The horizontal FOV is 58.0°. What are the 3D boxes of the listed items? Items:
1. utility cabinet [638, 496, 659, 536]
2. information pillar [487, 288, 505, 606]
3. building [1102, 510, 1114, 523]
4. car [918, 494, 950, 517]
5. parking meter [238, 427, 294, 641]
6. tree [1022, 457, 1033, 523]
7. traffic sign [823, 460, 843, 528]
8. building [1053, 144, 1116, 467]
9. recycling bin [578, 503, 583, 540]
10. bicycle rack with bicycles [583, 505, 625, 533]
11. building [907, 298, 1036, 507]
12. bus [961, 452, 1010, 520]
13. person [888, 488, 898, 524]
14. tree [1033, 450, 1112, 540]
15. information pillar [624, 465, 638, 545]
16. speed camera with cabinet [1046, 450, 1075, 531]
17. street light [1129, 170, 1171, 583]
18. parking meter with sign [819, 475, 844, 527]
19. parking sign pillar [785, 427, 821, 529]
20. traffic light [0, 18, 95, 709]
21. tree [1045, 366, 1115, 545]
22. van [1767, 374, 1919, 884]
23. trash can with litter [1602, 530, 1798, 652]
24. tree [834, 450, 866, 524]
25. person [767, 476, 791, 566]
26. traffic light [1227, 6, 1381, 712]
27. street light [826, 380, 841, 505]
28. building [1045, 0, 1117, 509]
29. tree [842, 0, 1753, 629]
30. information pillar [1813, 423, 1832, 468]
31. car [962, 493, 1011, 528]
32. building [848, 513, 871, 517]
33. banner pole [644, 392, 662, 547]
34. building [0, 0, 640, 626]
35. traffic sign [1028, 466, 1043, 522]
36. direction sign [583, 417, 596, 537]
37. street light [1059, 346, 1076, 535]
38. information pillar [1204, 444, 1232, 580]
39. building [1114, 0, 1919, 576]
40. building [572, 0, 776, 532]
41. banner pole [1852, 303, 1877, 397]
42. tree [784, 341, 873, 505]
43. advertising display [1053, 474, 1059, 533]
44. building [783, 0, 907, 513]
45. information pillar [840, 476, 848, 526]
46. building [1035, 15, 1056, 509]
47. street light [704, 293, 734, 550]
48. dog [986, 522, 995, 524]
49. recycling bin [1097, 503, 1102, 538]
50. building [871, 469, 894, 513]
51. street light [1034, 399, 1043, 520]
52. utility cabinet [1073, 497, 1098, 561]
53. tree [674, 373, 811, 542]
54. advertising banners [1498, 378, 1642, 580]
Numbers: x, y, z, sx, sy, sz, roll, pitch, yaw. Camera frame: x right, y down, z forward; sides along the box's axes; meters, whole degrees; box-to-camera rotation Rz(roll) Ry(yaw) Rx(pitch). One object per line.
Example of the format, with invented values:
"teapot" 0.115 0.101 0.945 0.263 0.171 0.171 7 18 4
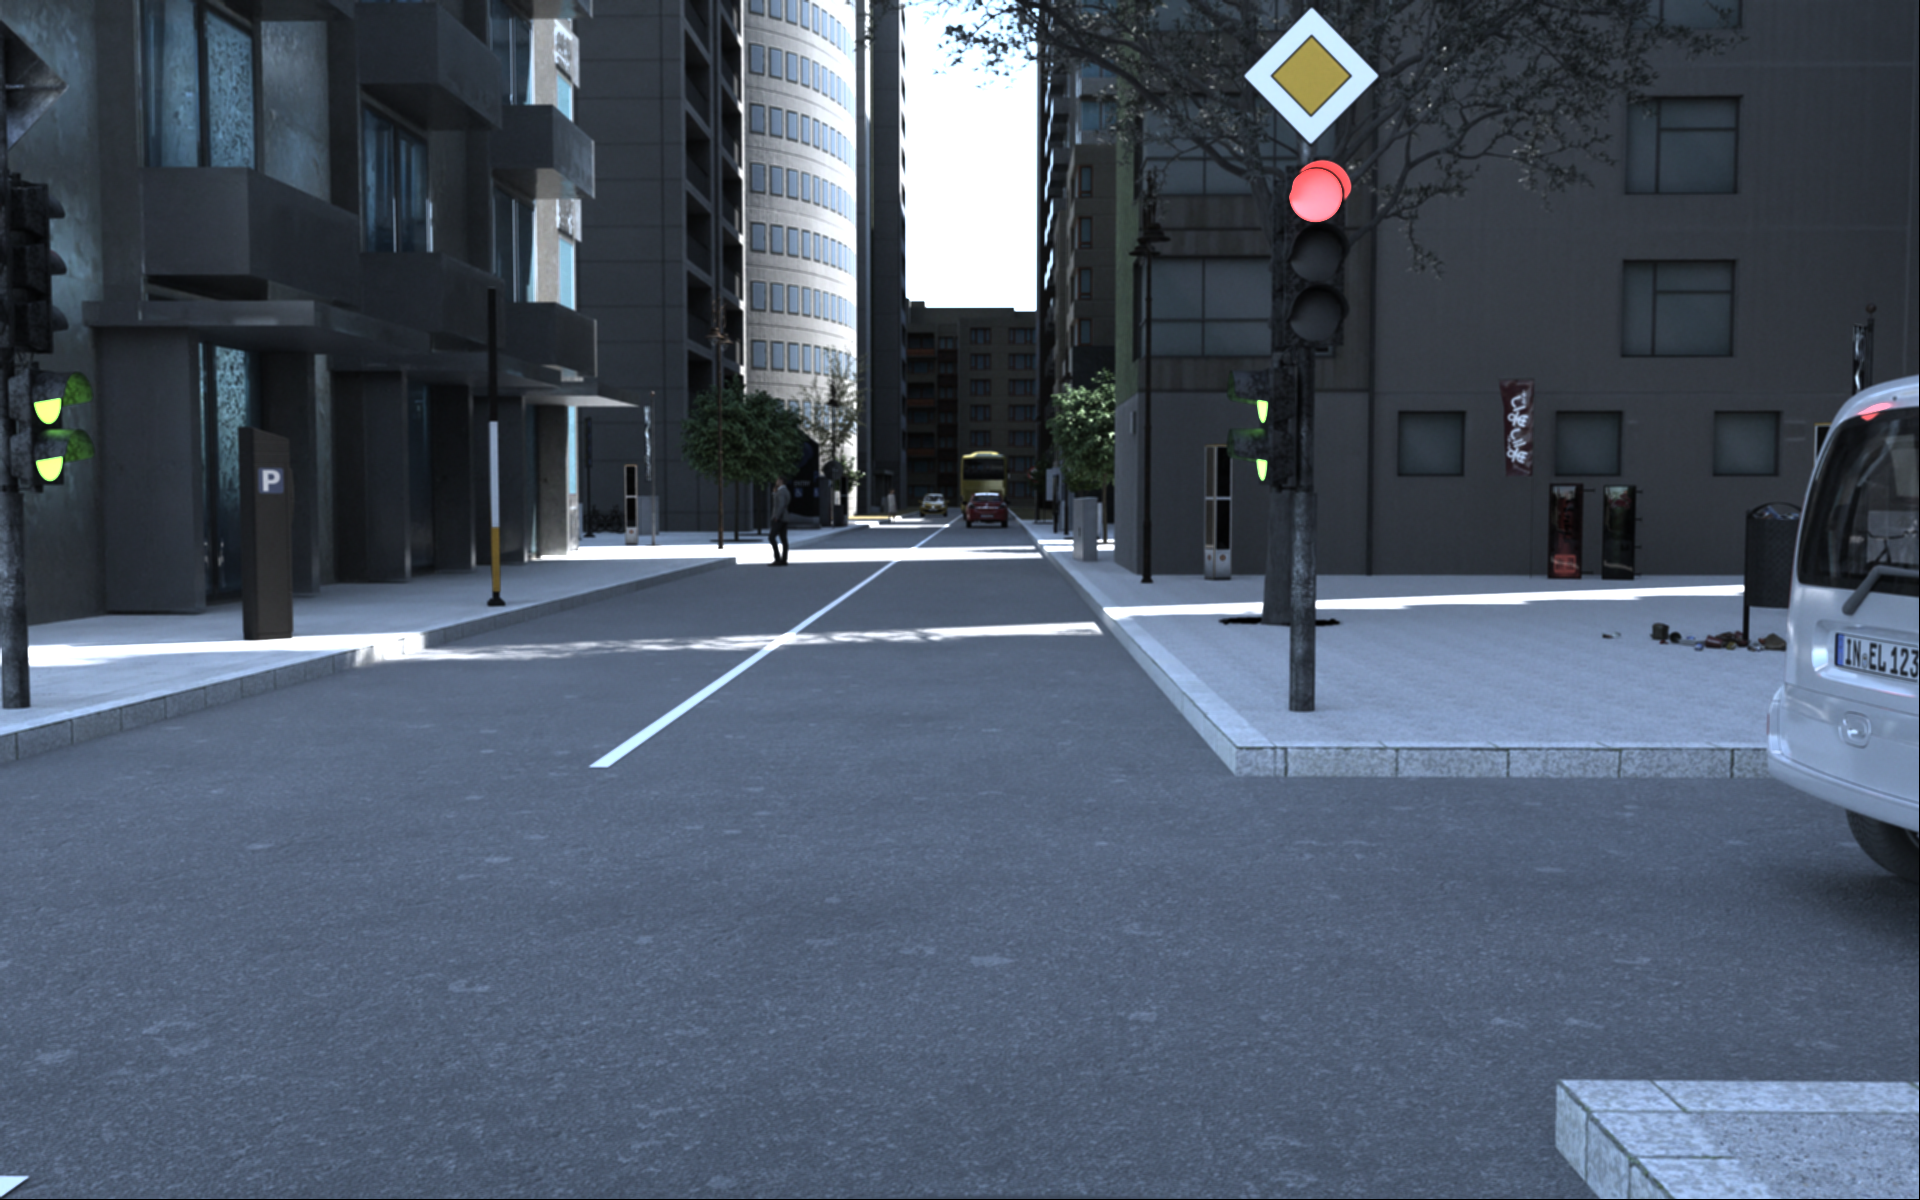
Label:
"utility cabinet" -9.778 -2.616 53.932 0.306 1.237 1.020 2 4 24
"information pillar" -5.375 -1.749 19.948 0.183 3.616 0.504 -1 4 -17
"building" 15.939 -46.183 67.765 22.319 86.520 31.000 0 4 1
"car" -1.666 -6.123 110.327 2.015 1.641 3.980 0 4 1
"parking meter" -6.107 -0.585 15.273 0.255 1.863 0.399 3 5 45
"tree" 3.524 -4.919 75.025 1.663 3.219 1.824 0 3 0
"traffic sign" -4.746 -3.960 64.852 0.768 2.556 0.104 0 4 7
"building" 19.731 -15.595 100.017 27.650 21.520 28.899 0 4 1
"recycling bin" -10.884 -2.179 48.179 0.722 1.027 0.722 -1 4 -8
"bicycle rack with bicycles" -11.699 -2.667 56.988 2.925 0.926 2.852 0 4 -6
"building" -5.439 -20.720 183.812 28.899 21.520 27.650 0 4 1
"bus" 1.457 -6.625 99.870 2.896 3.916 12.252 0 4 2
"person" -3.211 -4.452 82.040 0.466 1.731 0.760 0 4 7
"tree" 3.355 -3.321 48.904 1.663 3.219 1.824 0 3 0
"information pillar" -8.253 -2.386 43.501 0.304 2.012 0.304 0 4 -8
"speed camera with cabinet" 3.514 -4.056 60.647 0.660 3.252 2.038 1 4 17
"street light" 2.705 -3.186 24.880 0.468 5.910 1.993 0 4 1
"parking meter with sign" -5.379 -4.362 67.585 1.738 3.016 0.543 1 4 17
"parking sign pillar" -5.805 -4.578 63.317 1.447 3.967 1.447 2 4 27
"traffic light" -5.651 -1.307 10.283 0.839 4.253 0.868 0 4 1
"tree" 3.798 -3.720 44.535 4.285 4.588 4.351 0 3 0
"van" 4.950 0.085 5.629 4.112 2.044 2.013 0 4 1
"trash can with litter" 6.622 -0.225 14.743 1.678 1.210 2.233 -3 4 -37
"tree" -5.098 -4.934 75.273 1.663 3.219 1.824 0 3 0
"person" -3.620 -1.587 34.630 0.473 1.802 0.592 1 4 23
"traffic light" 2.009 -1.299 10.156 0.839 4.253 0.868 0 4 1
"street light" -5.071 -5.908 69.377 0.468 5.910 1.993 0 4 1
"building" 17.746 -31.191 129.582 23.786 49.044 30.456 0 4 1
"tree" 3.215 -6.494 16.551 12.009 13.543 11.850 0 3 0
"information pillar" 9.035 -0.821 17.918 0.304 2.012 0.304 -2 4 -34
"car" 1.151 -4.039 75.081 2.155 1.783 4.494 0 4 0
"building" -16.621 -34.069 99.028 21.231 58.520 28.212 0 4 1
"banner pole" -7.619 -3.214 42.566 0.401 3.779 0.863 -2 4 -27
"building" -18.418 -24.798 25.054 23.786 49.044 30.456 0 4 1
"traffic sign" 3.399 -4.724 77.341 0.768 2.556 0.104 0 4 4
"direction sign" -11.001 -3.626 51.290 0.379 3.537 0.876 -1 4 -23
"street light" 3.345 -4.985 54.298 0.468 5.910 1.993 0 4 1
"information pillar" 3.853 -1.306 25.840 0.304 2.012 0.304 -1 4 -22
"building" 9.950 -21.366 32.930 14.154 41.232 14.086 0 4 1
"building" -17.137 -38.464 67.144 20.563 71.187 20.611 0 4 1
"banner pole" 11.805 -1.999 22.695 0.863 3.779 0.401 -3 5 -44
"tree" -6.037 -8.096 82.731 4.360 8.622 3.978 0 3 0
"advertising display" 3.170 -3.181 57.228 0.123 1.923 0.974 1 4 8
"building" -18.838 -37.136 149.177 28.212 58.520 21.231 0 4 1
"information pillar" -4.603 -3.931 68.763 0.304 2.012 0.304 0 4 0
"building" 13.743 -30.700 152.060 14.600 45.320 14.200 0 4 1
"street light" -5.543 -4.108 39.955 0.468 5.910 1.993 0 4 1
"dog" 1.502 -3.927 84.400 0.550 0.427 0.748 1 4 10
"recycling bin" 3.810 -2.366 51.241 0.722 1.027 0.722 1 4 13
"building" -21.277 -26.551 125.992 32.217 40.220 23.993 0 4 1
"street light" 3.809 -6.820 84.289 0.468 5.910 1.993 0 4 1
"utility cabinet" 2.409 -1.364 33.463 0.306 1.237 1.020 0 4 -7
"tree" -6.035 -3.858 46.797 4.285 4.588 4.351 0 3 0
"advertising banners" 9.163 -1.828 26.072 2.074 3.025 0.090 1 4 20
